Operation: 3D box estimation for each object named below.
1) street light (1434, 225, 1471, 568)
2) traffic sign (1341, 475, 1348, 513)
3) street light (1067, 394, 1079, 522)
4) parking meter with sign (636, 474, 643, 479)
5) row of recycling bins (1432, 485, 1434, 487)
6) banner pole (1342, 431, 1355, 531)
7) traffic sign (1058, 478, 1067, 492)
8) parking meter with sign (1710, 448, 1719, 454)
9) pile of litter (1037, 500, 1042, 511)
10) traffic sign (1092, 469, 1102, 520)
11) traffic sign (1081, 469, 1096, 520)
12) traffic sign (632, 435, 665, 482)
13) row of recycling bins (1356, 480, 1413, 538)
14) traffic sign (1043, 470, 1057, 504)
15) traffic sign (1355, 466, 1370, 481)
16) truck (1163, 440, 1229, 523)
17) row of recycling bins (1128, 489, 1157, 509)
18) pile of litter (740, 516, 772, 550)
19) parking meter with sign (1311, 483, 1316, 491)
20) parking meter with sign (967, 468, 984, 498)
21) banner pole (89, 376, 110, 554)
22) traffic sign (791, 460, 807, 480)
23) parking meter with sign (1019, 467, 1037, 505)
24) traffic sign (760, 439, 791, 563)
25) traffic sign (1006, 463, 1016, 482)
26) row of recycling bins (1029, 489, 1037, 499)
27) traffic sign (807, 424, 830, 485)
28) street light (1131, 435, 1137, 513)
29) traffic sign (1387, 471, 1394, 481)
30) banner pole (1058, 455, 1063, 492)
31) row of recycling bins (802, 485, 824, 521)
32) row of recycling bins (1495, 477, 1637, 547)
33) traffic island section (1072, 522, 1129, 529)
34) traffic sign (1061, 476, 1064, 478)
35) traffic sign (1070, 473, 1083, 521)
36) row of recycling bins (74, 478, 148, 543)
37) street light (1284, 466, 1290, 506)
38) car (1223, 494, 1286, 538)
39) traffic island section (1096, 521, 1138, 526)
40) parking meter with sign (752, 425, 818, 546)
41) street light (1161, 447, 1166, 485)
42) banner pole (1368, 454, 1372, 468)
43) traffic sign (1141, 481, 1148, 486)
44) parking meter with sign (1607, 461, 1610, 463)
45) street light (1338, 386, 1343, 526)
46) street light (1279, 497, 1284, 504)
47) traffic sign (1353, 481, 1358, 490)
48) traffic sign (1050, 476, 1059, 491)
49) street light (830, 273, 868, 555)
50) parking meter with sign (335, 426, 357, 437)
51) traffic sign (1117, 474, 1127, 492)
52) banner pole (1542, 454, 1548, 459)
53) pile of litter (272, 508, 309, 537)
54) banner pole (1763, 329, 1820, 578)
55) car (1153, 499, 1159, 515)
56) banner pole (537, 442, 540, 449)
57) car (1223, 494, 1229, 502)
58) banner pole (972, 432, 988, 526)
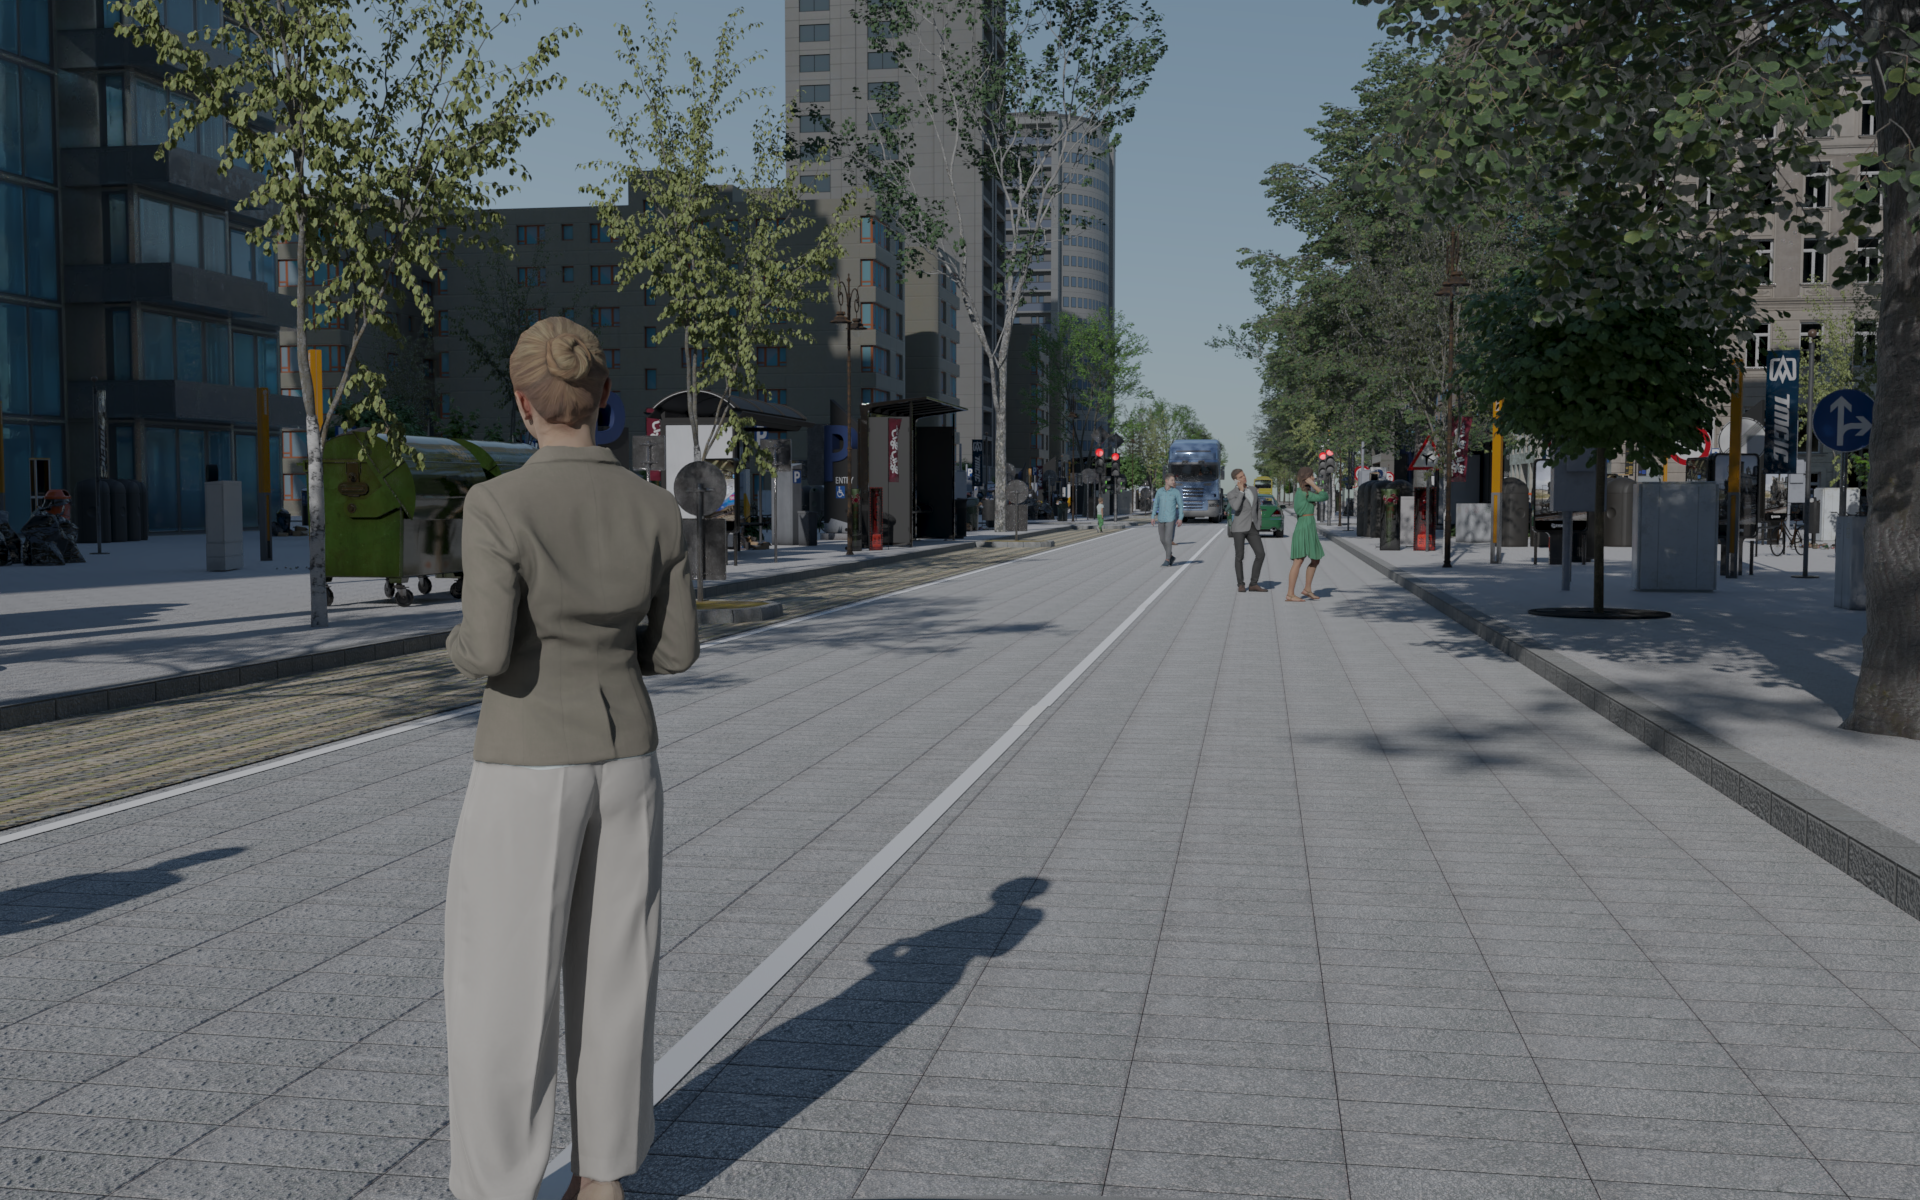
[{"bbox_3d":[8.507,-3.503,30.064,0.468,5.910,1.993,1,4,10],"label":"street light"},{"bbox_3d":[25.249,-6.958,113.866,0.768,2.556,0.104,1,4,18],"label":"traffic sign"},{"bbox_3d":[5.237,-6.559,80.030,0.468,5.910,1.993,1,4,10],"label":"street light"},{"bbox_3d":[-12.406,-4.255,65.837,0.543,3.016,1.738,3,5,43],"label":"parking meter with sign"},{"bbox_3d":[17.586,-3.660,66.961,3.534,1.692,1.069,0,4,1],"label":"row of recycling bins"},{"bbox_3d":[13.629,-4.302,60.356,0.401,3.779,0.863,2,4,31],"label":"banner pole"},{"bbox_3d":[6.405,-6.545,109.145,0.606,2.300,0.079,1,4,12],"label":"traffic sign"},{"bbox_3d":[29.468,-4.276,66.174,1.738,3.016,0.543,-2,4,-25],"label":"parking meter with sign"},{"bbox_3d":[5.303,-6.412,118.796,1.719,0.858,1.176,-1,4,-12],"label":"pile of litter"},{"bbox_3d":[6.779,-5.327,87.200,0.768,2.556,0.104,1,4,12],"label":"traffic sign"},{"bbox_3d":[6.368,-5.270,86.264,0.768,2.556,0.104,1,4,10],"label":"traffic sign"},{"bbox_3d":[-5.446,-1.723,30.302,0.606,2.300,0.079,1,4,14],"label":"traffic sign"},{"bbox_3d":[12.512,-2.691,51.106,1.069,1.692,3.534,0,4,-3],"label":"row of recycling bins"},{"bbox_3d":[4.684,-5.542,90.713,0.768,2.556,0.104,1,4,15],"label":"traffic sign"},{"bbox_3d":[17.877,-4.702,76.986,0.768,2.556,0.104,1,4,19],"label":"traffic sign"},{"bbox_3d":[12.729,-6.215,91.372,2.967,4.110,18.799,1,4,10],"label":"truck"},{"bbox_3d":[15.306,-8.454,145.338,1.069,1.692,3.534,3,5,43],"label":"row of recycling bins"},{"bbox_3d":[-4.975,-1.619,40.433,1.176,0.858,1.719,0,4,2],"label":"pile of litter"},{"bbox_3d":[24.990,-7.704,122.220,1.738,3.016,0.543,-2,4,-23],"label":"parking meter with sign"},{"bbox_3d":[1.280,-7.428,117.708,0.543,3.016,1.738,3,5,44],"label":"parking meter with sign"},{"bbox_3d":[-18.192,-2.854,36.674,0.863,3.779,0.401,3,5,45],"label":"banner pole"},{"bbox_3d":[-4.769,-3.015,51.424,0.606,2.300,0.079,1,4,15],"label":"traffic sign"},{"bbox_3d":[4.052,-7.034,111.268,1.738,3.016,0.543,2,4,34],"label":"parking meter with sign"},{"bbox_3d":[-3.435,-1.843,32.258,0.606,2.300,0.079,1,4,14],"label":"traffic sign"},{"bbox_3d":[1.887,-4.314,70.638,0.768,2.556,0.104,1,4,14],"label":"traffic sign"},{"bbox_3d":[5.911,-7.866,135.716,3.534,1.692,1.069,-2,4,-27],"label":"row of recycling bins"},{"bbox_3d":[-3.327,-3.433,50.000,2.265,3.308,0.079,1,4,13],"label":"traffic sign"},{"bbox_3d":[11.834,-8.923,118.684,0.468,5.910,1.993,1,4,10],"label":"street light"},{"bbox_3d":[23.981,-5.932,97.086,0.768,2.556,0.104,1,4,18],"label":"traffic sign"},{"bbox_3d":[6.488,-7.438,111.632,0.401,3.779,0.863,2,4,28],"label":"banner pole"},{"bbox_3d":[-7.656,-4.635,82.890,3.534,1.692,1.069,3,5,44],"label":"row of recycling bins"},{"bbox_3d":[14.753,-2.139,42.090,3.534,1.692,1.069,0,4,1],"label":"row of recycling bins"},{"bbox_3d":[5.742,-3.006,71.425,2.009,0.180,2.903,1,4,10],"label":"traffic island section"},{"bbox_3d":[6.794,-7.196,117.764,0.768,2.556,0.104,1,4,11],"label":"traffic sign"},{"bbox_3d":[5.606,-4.977,83.501,0.606,2.300,0.079,1,4,19],"label":"traffic sign"},{"bbox_3d":[-22.792,-2.418,46.653,1.069,1.692,3.534,0,4,-6],"label":"row of recycling bins"},{"bbox_3d":[35.774,-13.165,188.040,0.468,5.910,1.993,1,4,10],"label":"street light"},{"bbox_3d":[9.922,-2.842,58.260,2.131,1.459,4.920,1,4,8],"label":"car"},{"bbox_3d":[7.100,-3.487,79.294,2.009,0.180,2.903,1,4,10],"label":"traffic island section"},{"bbox_3d":[-4.344,-2.877,43.300,1.738,3.016,0.543,2,4,33],"label":"parking meter with sign"},{"bbox_3d":[18.186,-11.156,155.186,0.468,5.910,1.993,1,4,10],"label":"street light"},{"bbox_3d":[25.794,-7.303,109.416,0.863,3.779,0.401,-2,4,-33],"label":"banner pole"},{"bbox_3d":[15.630,-8.997,147.202,0.768,2.556,0.104,1,4,19],"label":"traffic sign"},{"bbox_3d":[23.904,-4.244,65.654,1.738,3.016,0.543,-3,5,-39],"label":"parking meter with sign"},{"bbox_3d":[15.116,-5.869,68.753,0.468,5.910,1.993,1,4,10],"label":"street light"},{"bbox_3d":[42.419,-15.529,226.685,0.468,5.910,1.993,1,4,10],"label":"street light"},{"bbox_3d":[33.350,-8.958,146.561,0.768,2.556,0.104,1,4,18],"label":"traffic sign"},{"bbox_3d":[5.794,-6.623,108.390,0.768,2.556,0.104,1,4,19],"label":"traffic sign"},{"bbox_3d":[-2.330,-3.894,36.447,0.468,5.910,1.993,1,4,10],"label":"street light"},{"bbox_3d":[-15.680,-2.885,43.430,0.543,3.016,1.738,0,4,2],"label":"parking meter with sign"},{"bbox_3d":[10.212,-6.714,109.877,0.768,2.556,0.104,1,4,18],"label":"traffic sign"},{"bbox_3d":[13.175,-2.959,38.404,0.863,3.779,0.401,-2,4,-29],"label":"banner pole"},{"bbox_3d":[-20.435,-2.383,52.927,1.176,0.858,1.719,2,4,33],"label":"pile of litter"},{"bbox_3d":[12.727,-2.231,26.488,0.863,3.779,0.401,1,4,18],"label":"banner pole"},{"bbox_3d":[14.283,-6.705,119.214,1.945,1.707,3.694,1,4,10],"label":"car"},{"bbox_3d":[-17.682,-4.988,71.568,0.863,3.779,0.401,1,4,13],"label":"banner pole"},{"bbox_3d":[29.966,-11.309,194.683,2.009,1.686,4.222,1,4,11],"label":"car"},{"bbox_3d":[0.852,-4.869,69.630,0.863,3.779,0.401,-1,4,-19],"label":"banner pole"}]
